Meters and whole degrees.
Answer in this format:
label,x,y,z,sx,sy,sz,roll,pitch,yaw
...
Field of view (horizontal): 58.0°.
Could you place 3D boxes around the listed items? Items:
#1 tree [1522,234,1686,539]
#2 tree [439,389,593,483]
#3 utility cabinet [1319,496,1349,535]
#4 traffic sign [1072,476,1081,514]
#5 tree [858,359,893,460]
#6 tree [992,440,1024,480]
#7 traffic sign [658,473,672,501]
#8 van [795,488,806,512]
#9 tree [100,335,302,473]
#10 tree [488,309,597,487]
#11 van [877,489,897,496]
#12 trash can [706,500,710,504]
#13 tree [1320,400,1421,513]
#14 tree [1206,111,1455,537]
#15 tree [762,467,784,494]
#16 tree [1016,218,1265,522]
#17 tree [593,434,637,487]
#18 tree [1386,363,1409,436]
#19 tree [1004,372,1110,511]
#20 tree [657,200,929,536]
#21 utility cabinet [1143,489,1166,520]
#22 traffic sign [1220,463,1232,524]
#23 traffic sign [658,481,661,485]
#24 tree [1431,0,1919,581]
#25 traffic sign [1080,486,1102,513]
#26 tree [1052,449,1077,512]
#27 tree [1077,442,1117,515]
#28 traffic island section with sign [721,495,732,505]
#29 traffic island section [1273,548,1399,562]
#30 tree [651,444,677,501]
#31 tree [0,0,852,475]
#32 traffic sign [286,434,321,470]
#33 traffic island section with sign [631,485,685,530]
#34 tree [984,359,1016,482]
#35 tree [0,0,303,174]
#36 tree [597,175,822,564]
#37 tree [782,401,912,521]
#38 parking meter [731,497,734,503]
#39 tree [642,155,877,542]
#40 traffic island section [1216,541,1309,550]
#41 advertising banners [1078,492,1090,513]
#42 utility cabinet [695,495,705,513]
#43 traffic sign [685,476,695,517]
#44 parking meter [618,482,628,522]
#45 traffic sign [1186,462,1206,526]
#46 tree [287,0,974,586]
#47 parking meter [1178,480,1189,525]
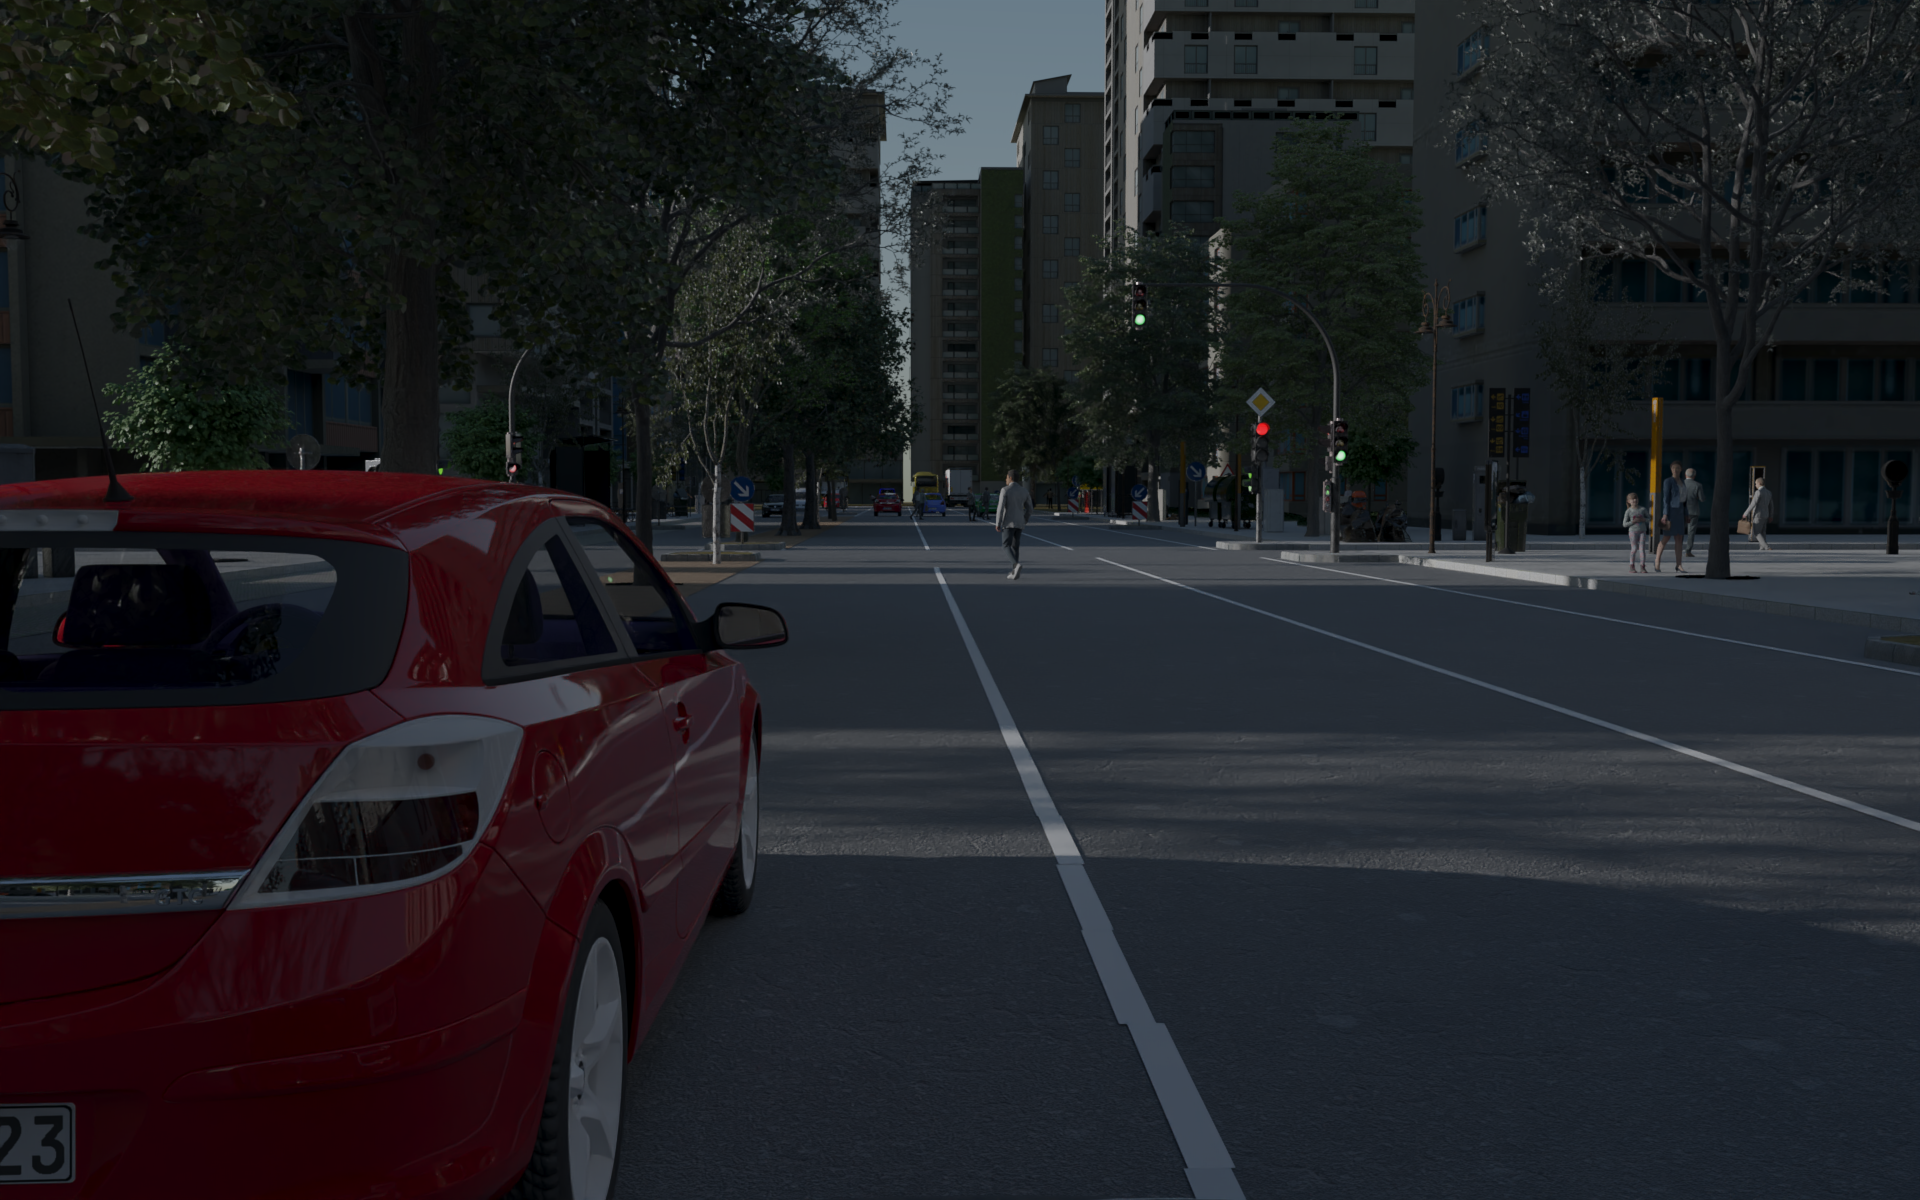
label,x,y,z,sx,sy,sz,roll,pitch,yaw
tree,17.841,-6.031,48.967,4.360,8.622,3.978,0,3,0
tree,-14.522,-4.302,54.044,4.285,4.588,4.351,0,3,0
utility cabinet,11.673,-2.626,54.104,1.020,1.237,0.306,-2,4,-31
traffic sign,7.666,-6.883,112.648,0.768,2.556,0.104,0,4,2
tree,-6.792,-9.689,78.994,7.486,12.596,7.792,0,3,0
tree,5.783,-14.660,190.051,4.360,8.622,3.978,0,3,0
traffic sign,-15.711,-5.634,92.219,0.768,2.556,0.104,0,4,3
van,-10.689,-6.730,117.054,2.013,2.044,4.112,0,4,-2
tree,-14.242,-3.002,32.802,4.285,4.588,4.351,0,3,0
tree,-14.392,-6.713,60.122,4.360,8.622,3.978,0,3,0
van,-8.143,-11.602,194.081,2.240,2.365,5.245,0,4,-2
trash can,-16.584,-6.338,115.283,0.748,1.137,0.748,0,3,0
tree,14.293,-4.685,60.315,4.285,4.588,4.351,0,3,0
tree,11.047,-8.187,51.993,7.486,12.596,7.792,0,3,0
tree,-18.842,-11.904,178.344,4.285,4.588,4.351,0,3,0
tree,9.136,-10.632,80.491,9.857,13.997,8.962,0,3,0
tree,-19.939,-6.819,95.208,4.285,4.588,4.351,0,3,0
tree,23.829,-8.522,89.693,4.737,8.622,4.395,0,3,0
tree,7.572,-12.050,131.424,8.767,10.594,7.601,0,4,3
tree,-5.864,-8.544,59.153,9.611,12.733,9.660,0,3,0
utility cabinet,9.347,-4.561,83.258,1.173,1.500,0.318,3,5,41
traffic sign,11.300,-4.478,73.225,0.884,2.594,0.081,0,4,4
traffic sign,-17.844,-6.354,103.999,0.768,2.556,0.104,0,4,2
tree,11.559,-7.054,25.699,12.009,13.543,11.850,0,3,0
traffic sign,9.018,-7.361,114.221,2.265,3.308,0.079,0,4,7
tree,8.370,-8.674,125.536,4.285,4.588,4.351,0,3,0
tree,10.485,-8.256,118.694,4.285,4.588,4.351,0,3,0
traffic island section with sign,-13.014,-5.398,96.893,1.989,1.847,2.006,0,4,-2
traffic island section,8.174,-0.945,37.724,2.009,0.180,2.903,0,4,-2
tree,-19.046,-7.572,107.523,4.285,4.588,4.351,0,3,0
tree,-4.766,-6.451,14.583,9.857,13.997,8.962,0,3,0
traffic sign,-13.918,-2.240,36.724,0.768,2.556,0.104,0,4,6
traffic island section with sign,-12.114,-3.733,69.666,1.989,1.847,2.006,0,4,-2
tree,7.019,-15.742,164.042,9.857,13.997,8.962,0,3,0
tree,-4.317,-5.149,4.777,7.486,12.596,7.792,0,3,0
tree,-4.984,-5.046,35.327,4.360,8.622,3.978,0,3,0
tree,-6.627,-9.473,91.747,8.767,10.594,7.601,0,4,-2
parking meter,-15.635,-6.810,119.757,0.372,1.533,0.369,0,3,0
tree,-6.091,-7.377,48.823,9.928,11.665,9.643,0,3,0
traffic island section,7.909,-1.433,45.705,2.009,0.180,2.903,0,4,-2
advertising banners,8.449,-7.283,115.257,0.090,3.025,2.074,-3,4,-38
utility cabinet,-17.536,-6.544,118.150,1.020,1.237,0.306,0,4,-8
traffic sign,-15.290,-5.875,98.182,0.606,2.300,0.079,0,4,7
parking meter,-15.768,-4.601,80.943,0.399,1.863,0.255,1,4,10
traffic sign,9.321,-4.182,68.479,0.768,2.556,0.104,0,4,3
tree,-4.885,-6.950,26.455,12.009,13.543,11.850,0,3,0
parking meter,9.330,-4.069,72.244,0.399,1.863,0.255,-1,4,-15
